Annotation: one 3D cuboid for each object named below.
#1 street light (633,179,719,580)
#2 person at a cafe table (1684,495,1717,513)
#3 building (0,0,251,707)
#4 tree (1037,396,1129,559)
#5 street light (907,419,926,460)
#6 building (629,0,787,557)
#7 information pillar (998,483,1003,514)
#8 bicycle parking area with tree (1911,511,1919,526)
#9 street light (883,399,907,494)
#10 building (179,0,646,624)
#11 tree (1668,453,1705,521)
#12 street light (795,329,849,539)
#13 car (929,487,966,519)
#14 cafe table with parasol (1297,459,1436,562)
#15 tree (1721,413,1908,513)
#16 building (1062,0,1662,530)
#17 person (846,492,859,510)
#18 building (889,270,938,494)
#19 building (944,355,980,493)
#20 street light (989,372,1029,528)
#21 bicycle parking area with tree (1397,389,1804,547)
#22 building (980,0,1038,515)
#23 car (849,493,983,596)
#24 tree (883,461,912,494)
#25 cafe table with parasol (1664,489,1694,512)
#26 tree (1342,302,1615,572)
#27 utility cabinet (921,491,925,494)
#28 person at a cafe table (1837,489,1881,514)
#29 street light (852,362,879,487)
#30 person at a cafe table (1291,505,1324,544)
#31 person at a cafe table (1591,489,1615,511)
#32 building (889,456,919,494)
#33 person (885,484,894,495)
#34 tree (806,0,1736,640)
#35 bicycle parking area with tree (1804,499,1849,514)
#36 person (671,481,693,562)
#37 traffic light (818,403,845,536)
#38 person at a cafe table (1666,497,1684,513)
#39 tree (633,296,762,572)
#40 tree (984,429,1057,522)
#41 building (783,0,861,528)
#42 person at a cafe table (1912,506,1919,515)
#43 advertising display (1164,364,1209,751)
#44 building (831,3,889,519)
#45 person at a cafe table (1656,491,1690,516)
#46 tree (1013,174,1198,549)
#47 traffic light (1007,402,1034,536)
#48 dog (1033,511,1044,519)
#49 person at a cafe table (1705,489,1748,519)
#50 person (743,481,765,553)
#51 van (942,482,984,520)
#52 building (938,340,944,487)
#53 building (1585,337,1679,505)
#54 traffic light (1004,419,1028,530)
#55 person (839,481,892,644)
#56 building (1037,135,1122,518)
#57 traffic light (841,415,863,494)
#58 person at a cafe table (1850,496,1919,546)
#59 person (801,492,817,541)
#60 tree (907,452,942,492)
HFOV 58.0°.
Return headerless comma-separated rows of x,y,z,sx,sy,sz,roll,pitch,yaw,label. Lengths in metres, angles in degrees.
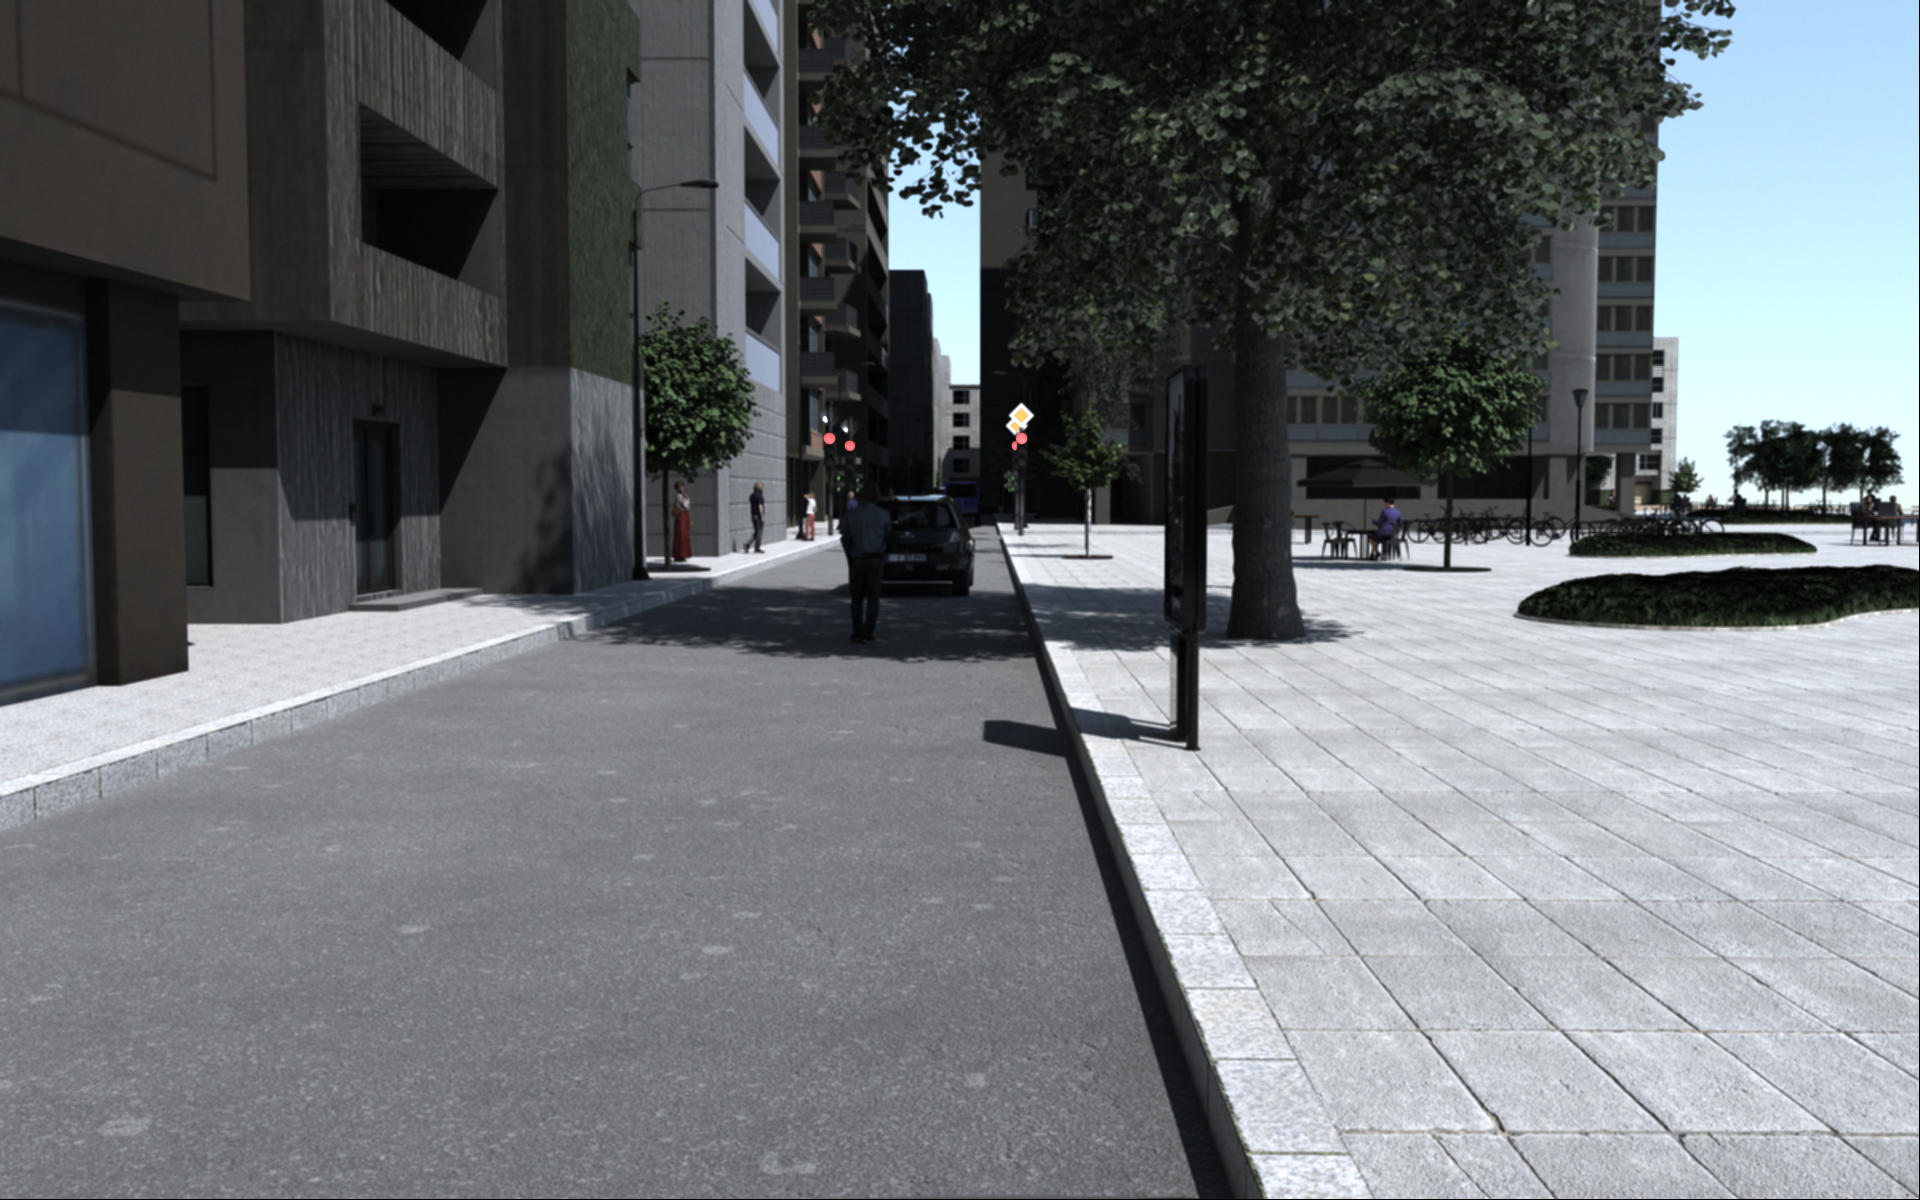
-4.257,-3.252,25.707,1.470,5.913,1.316,0,4,1,street light
48.686,-6.281,113.548,1.726,1.238,1.698,1,4,15,person at a cafe table
-12.244,-21.681,4.592,14.600,45.320,14.200,0,4,1,building
2.611,-2.431,34.352,1.663,3.219,1.824,0,3,0,tree
-3.048,-8.261,107.607,1.470,5.913,1.316,0,4,1,street light
-18.900,-30.597,42.257,28.212,58.520,21.231,0,4,1,building
2.653,-6.691,113.895,0.304,2.012,0.304,-1,4,-11,information pillar
41.141,-4.831,65.982,8.231,4.147,9.016,2,4,26,bicycle parking area with tree
-3.471,-6.842,84.411,1.470,5.913,1.316,0,4,1,street light
-11.978,-15.136,19.171,14.160,30.474,14.107,0,4,1,building
34.509,-5.355,82.162,1.663,3.219,1.824,0,3,0,tree
-3.966,-4.672,48.928,1.470,5.913,1.316,0,4,1,street light
-0.775,-5.275,94.916,2.281,1.827,5.304,0,4,3,car
7.856,-1.756,33.583,2.610,1.966,2.610,2,4,34,cafe table with parasol
59.295,-9.670,121.013,11.467,7.101,20.602,0,4,-4,tree
16.957,-23.541,76.781,23.993,40.220,32.217,0,4,1,building
-2.664,-1.957,43.197,0.574,1.496,0.600,-2,4,-26,person
-10.963,-17.499,152.565,16.747,18.905,31.486,0,4,1,building
6.061,-22.128,228.251,31.486,18.905,16.747,0,4,1,building
1.908,-5.708,65.866,1.470,5.913,1.316,0,4,1,street light
15.695,-3.561,45.229,8.231,4.147,9.016,-3,5,-44,bicycle parking area with tree
12.129,-30.650,124.828,21.300,48.544,21.600,0,4,1,building
-0.671,-0.979,25.786,2.009,1.686,4.222,0,4,2,car
-3.627,-6.577,102.140,1.663,3.219,1.824,0,3,0,tree
51.427,-7.278,123.858,2.610,1.966,2.610,-1,4,-8,cafe table with parasol
8.122,-2.771,29.027,4.285,4.588,4.351,0,3,0,tree
-2.772,-7.401,129.678,0.318,1.500,1.173,0,4,-2,utility cabinet
44.607,-4.709,85.514,1.698,1.524,1.622,-2,4,-25,person at a cafe table
-3.698,-5.424,61.217,1.470,5.913,1.316,0,4,1,street light
8.403,-2.062,44.572,1.698,1.238,1.726,1,4,18,person at a cafe table
31.426,-4.589,83.552,1.698,1.524,1.622,2,4,30,person at a cafe table
-13.362,-41.739,120.692,20.563,71.187,20.611,0,4,1,building
-3.933,-5.462,95.208,0.599,1.838,0.709,1,4,10,person
2.735,-6.629,15.032,9.857,13.997,8.962,0,3,0,tree
48.662,-7.269,105.851,9.016,4.147,8.231,0,4,7,bicycle parking area with tree
-5.256,-1.480,32.707,0.387,1.526,0.523,0,4,0,person
-3.973,-3.940,53.344,0.839,4.253,0.868,0,4,1,traffic light
48.446,-6.437,116.106,1.698,1.238,1.726,0,4,8,person at a cafe table
-4.919,-2.769,28.994,4.285,4.588,4.351,0,3,0,tree
2.762,-5.860,79.526,4.285,4.588,4.351,0,3,0,tree
-15.901,-25.673,74.374,22.147,44.769,28.867,0,4,1,building
44.035,-4.231,77.694,1.622,1.524,1.698,-1,4,-19,person at a cafe table
1.175,-0.235,9.061,0.123,1.923,0.974,0,4,1,advertising display
-15.347,-29.112,99.676,21.300,48.544,21.600,0,4,1,building
41.174,-5.586,99.844,1.698,1.524,1.622,0,4,4,person at a cafe table
3.183,-5.481,39.977,4.360,8.622,3.978,0,3,0,tree
1.868,-3.936,53.275,0.839,4.253,0.868,0,4,1,traffic light
4.073,-4.416,89.933,0.550,0.427,0.748,0,4,-5,dog
37.440,-4.622,84.092,1.698,1.524,1.622,-1,4,-16,person at a cafe table
-4.434,-1.785,37.429,0.471,1.553,0.569,0,4,0,person
0.128,-5.188,89.207,2.240,2.365,5.245,0,4,1,van
-18.123,-20.673,204.459,31.486,18.905,16.747,0,4,1,building
64.994,-20.597,203.219,31.486,18.905,16.747,0,4,1,building
1.984,-4.424,61.259,0.839,4.253,0.868,0,4,1,traffic light
-0.918,-0.361,16.617,0.499,1.552,0.429,1,4,23,person
11.403,-20.054,99.582,14.160,30.474,14.107,0,4,1,building
-3.856,-4.429,61.328,0.839,4.253,0.868,0,4,1,traffic light
25.151,-2.176,46.439,1.726,1.238,1.698,-3,5,-42,person at a cafe table
-4.141,-2.294,47.457,0.340,1.345,0.435,1,4,13,person
-3.809,-9.243,134.836,4.285,4.588,4.351,0,3,0,tree
